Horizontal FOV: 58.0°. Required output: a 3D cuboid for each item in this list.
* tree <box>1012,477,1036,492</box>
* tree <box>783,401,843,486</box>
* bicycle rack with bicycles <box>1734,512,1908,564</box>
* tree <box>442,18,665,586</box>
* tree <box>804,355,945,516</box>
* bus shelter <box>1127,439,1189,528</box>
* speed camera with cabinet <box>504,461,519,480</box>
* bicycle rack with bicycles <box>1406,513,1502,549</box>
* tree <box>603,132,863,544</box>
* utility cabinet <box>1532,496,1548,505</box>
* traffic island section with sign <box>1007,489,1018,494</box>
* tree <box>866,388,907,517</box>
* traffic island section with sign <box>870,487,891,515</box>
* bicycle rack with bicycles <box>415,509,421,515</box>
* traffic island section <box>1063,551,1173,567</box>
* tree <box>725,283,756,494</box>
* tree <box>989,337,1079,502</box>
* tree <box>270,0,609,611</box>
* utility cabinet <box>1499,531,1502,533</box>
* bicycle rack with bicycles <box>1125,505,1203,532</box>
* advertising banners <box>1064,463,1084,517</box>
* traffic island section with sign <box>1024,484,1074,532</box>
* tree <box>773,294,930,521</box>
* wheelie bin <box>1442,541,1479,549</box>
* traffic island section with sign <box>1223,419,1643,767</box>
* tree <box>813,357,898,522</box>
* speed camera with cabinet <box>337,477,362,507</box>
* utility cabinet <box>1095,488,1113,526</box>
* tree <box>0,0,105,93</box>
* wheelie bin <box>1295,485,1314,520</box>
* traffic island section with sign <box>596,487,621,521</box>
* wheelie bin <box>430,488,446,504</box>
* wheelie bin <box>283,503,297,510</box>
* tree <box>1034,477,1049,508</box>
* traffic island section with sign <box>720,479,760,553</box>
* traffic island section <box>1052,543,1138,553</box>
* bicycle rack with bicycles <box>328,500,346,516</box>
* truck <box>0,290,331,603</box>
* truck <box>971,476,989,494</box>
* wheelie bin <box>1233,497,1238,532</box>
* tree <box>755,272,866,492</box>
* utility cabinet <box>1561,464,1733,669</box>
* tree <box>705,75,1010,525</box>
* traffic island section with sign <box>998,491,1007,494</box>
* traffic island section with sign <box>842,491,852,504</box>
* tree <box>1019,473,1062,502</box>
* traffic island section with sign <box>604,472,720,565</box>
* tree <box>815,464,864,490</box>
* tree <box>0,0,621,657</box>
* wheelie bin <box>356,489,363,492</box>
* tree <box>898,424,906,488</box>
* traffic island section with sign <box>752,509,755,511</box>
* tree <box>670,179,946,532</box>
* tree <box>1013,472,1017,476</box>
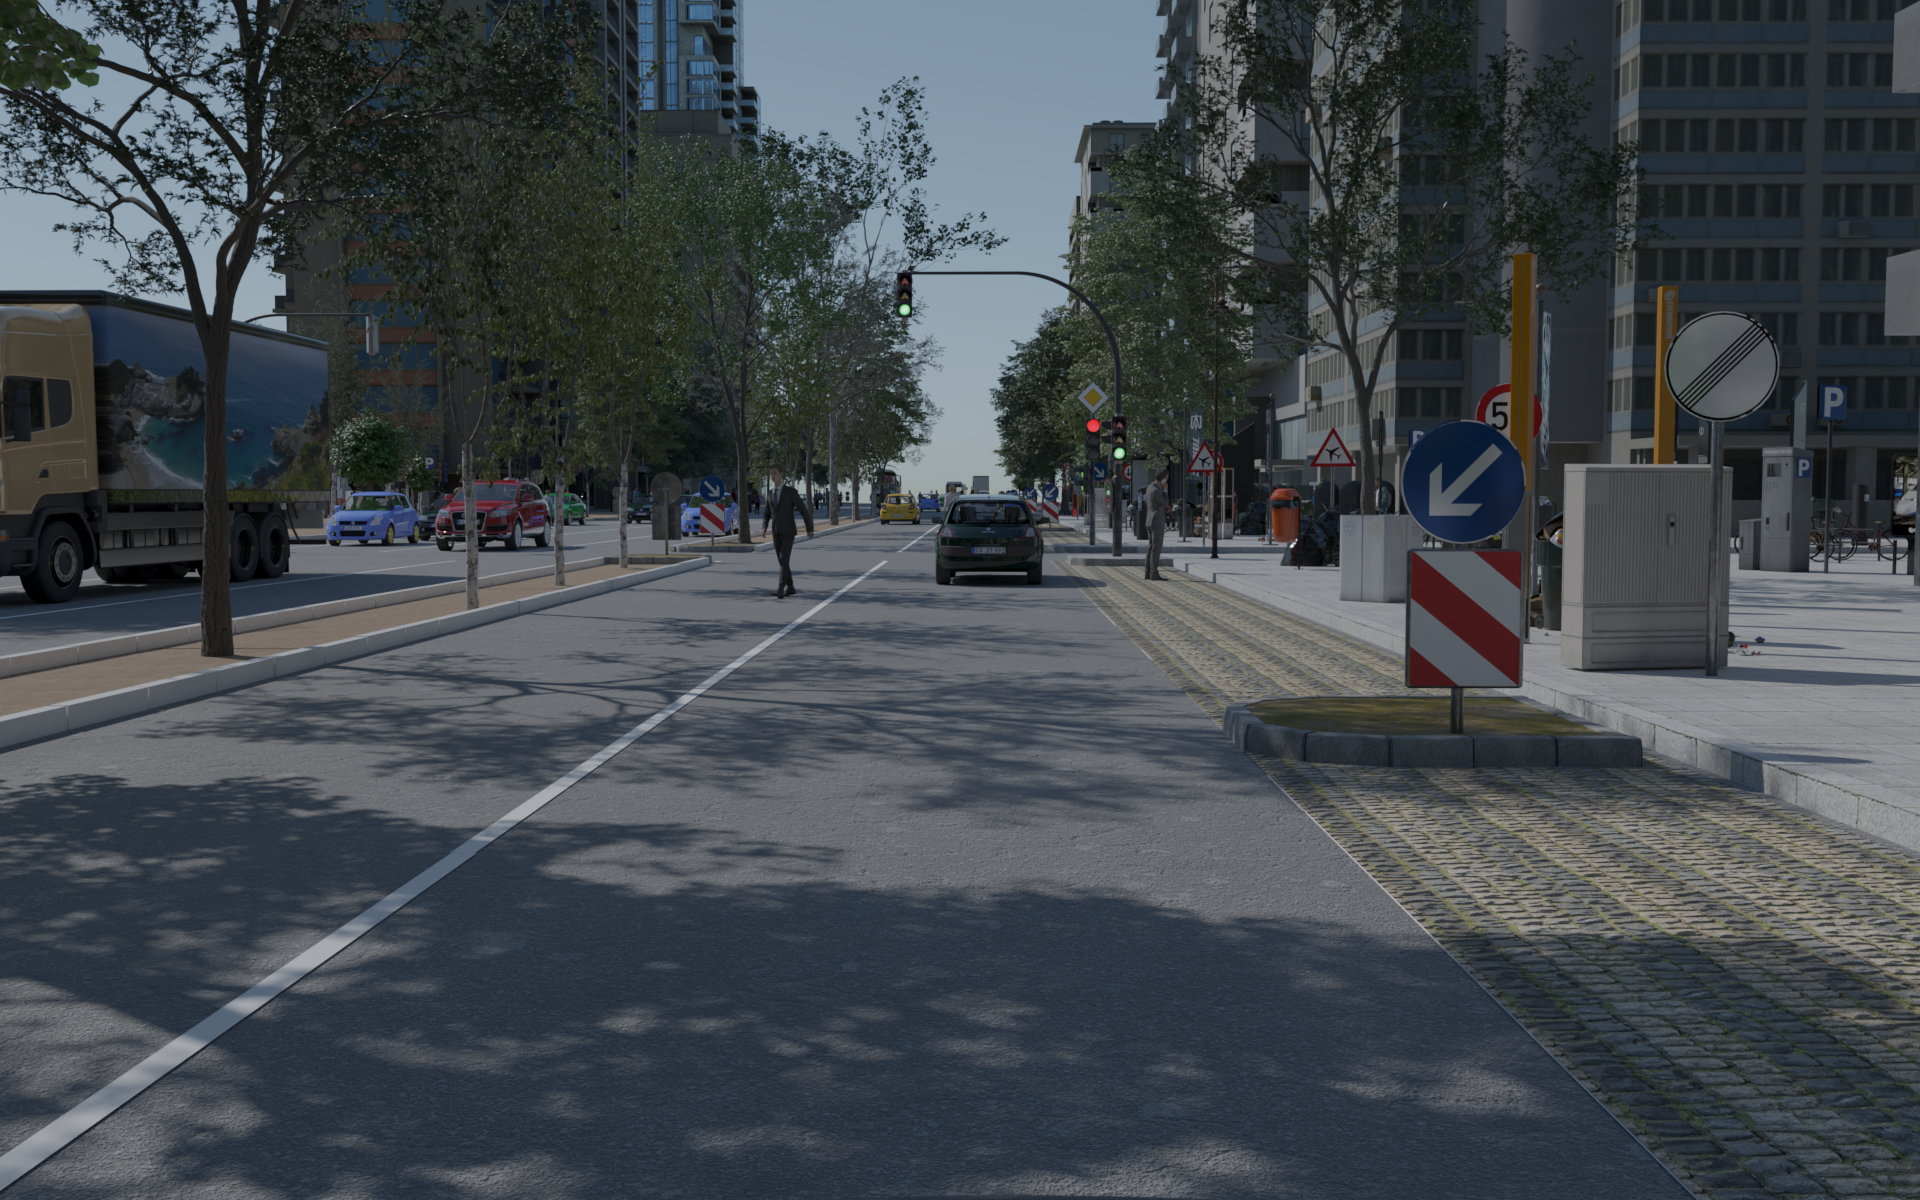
[{"bbox_3d":[9.235,-16.280,249.883,4.285,4.588,4.351,0,3,0],"label":"tree"},{"bbox_3d":[-18.932,-19.018,217.604,9.857,13.997,8.962,0,3,0],"label":"tree"},{"bbox_3d":[16.345,-1.226,33.420,2.852,0.926,2.925,-3,5,-39],"label":"bicycle rack with bicycles"},{"bbox_3d":[-6.273,-4.535,26.965,4.737,8.622,4.395,0,3,0],"label":"tree"},{"bbox_3d":[-5.161,-10.698,111.777,8.767,10.594,7.601,0,4,1],"label":"tree"},{"bbox_3d":[7.503,-4.408,65.992,2.014,3.302,5.546,0,4,1],"label":"bus shelter"},{"bbox_3d":[-25.839,-6.296,97.279,2.038,3.252,0.660,-3,5,-39],"label":"speed camera with cabinet"},{"bbox_3d":[9.111,-1.260,33.986,2.852,0.926,2.925,0,4,-8],"label":"bicycle rack with bicycles"},{"bbox_3d":[-6.297,-7.420,49.522,9.928,11.665,9.643,0,3,0],"label":"tree"},{"bbox_3d":[16.353,-2.363,49.792,1.020,1.237,0.306,-1,4,-11],"label":"utility cabinet"},{"bbox_3d":[3.681,-5.185,93.395,1.989,1.847,2.006,0,4,1],"label":"traffic island section with sign"},{"bbox_3d":[-5.188,-9.328,105.337,4.737,8.622,4.395,0,3,0],"label":"tree"},{"bbox_3d":[-5.103,-6.747,118.457,2.006,1.907,1.989,0,4,1],"label":"traffic island section with sign"},{"bbox_3d":[-32.860,-5.929,110.321,2.852,0.926,2.925,-3,4,-37],"label":"bicycle rack with bicycles"},{"bbox_3d":[3.240,-0.812,35.555,2.009,0.180,2.903,0,4,1],"label":"traffic island section"},{"bbox_3d":[-6.515,-4.924,33.331,4.737,8.622,4.395,0,3,0],"label":"tree"},{"bbox_3d":[6.572,-13.331,124.617,9.857,13.997,8.962,0,3,0],"label":"tree"},{"bbox_3d":[-5.958,-4.153,20.721,4.360,8.622,3.978,0,3,0],"label":"tree"},{"bbox_3d":[13.676,-2.033,44.404,0.306,1.237,1.020,-2,4,-23],"label":"utility cabinet"},{"bbox_3d":[7.027,-2.849,59.957,2.925,0.926,2.852,0,4,-8],"label":"bicycle rack with bicycles"},{"bbox_3d":[6.440,-6.134,96.483,0.090,3.025,2.074,-3,4,-36],"label":"advertising banners"},{"bbox_3d":[3.329,-3.536,66.442,1.989,1.847,2.006,0,4,1],"label":"traffic island section with sign"},{"bbox_3d":[-5.491,-10.504,92.330,7.486,12.596,7.792,0,3,0],"label":"tree"},{"bbox_3d":[8.066,-1.202,27.562,0.980,1.594,0.693,-3,5,-43],"label":"wheelie bin"},{"bbox_3d":[2.575,-0.082,9.971,1.989,1.847,2.006,0,4,1],"label":"traffic island section with sign"},{"bbox_3d":[-5.324,-8.172,86.436,4.360,8.622,3.978,0,3,0],"label":"tree"},{"bbox_3d":[-33.352,-6.138,94.688,0.660,3.252,2.038,-3,5,-44],"label":"speed camera with cabinet"},{"bbox_3d":[5.599,-3.645,68.272,0.318,1.500,1.173,-2,4,-34],"label":"utility cabinet"},{"bbox_3d":[-6.304,-5.280,6.906,7.486,12.596,7.792,0,3,0],"label":"tree"},{"bbox_3d":[12.226,-3.286,61.627,0.980,1.594,0.693,2,4,24],"label":"wheelie bin"},{"bbox_3d":[-18.540,-5.203,93.699,1.989,1.847,2.006,0,4,1],"label":"traffic island section with sign"},{"bbox_3d":[-26.843,-4.959,88.984,0.980,1.594,0.693,0,4,0],"label":"wheelie bin"},{"bbox_3d":[-30.898,-4.415,80.094,0.980,1.594,0.693,-3,5,-44],"label":"wheelie bin"},{"bbox_3d":[8.051,-10.372,164.182,1.663,3.219,1.824,0,3,0],"label":"tree"},{"bbox_3d":[-6.093,-2.152,43.325,2.006,1.907,1.989,0,4,1],"label":"traffic island section with sign"},{"bbox_3d":[3.346,-1.300,43.539,2.009,0.180,2.903,0,4,1],"label":"traffic island section"},{"bbox_3d":[-34.732,-5.291,99.883,2.925,0.926,2.852,0,4,7],"label":"bicycle rack with bicycles"},{"bbox_3d":[-12.848,-2.275,26.103,2.839,4.237,11.283,0,4,1],"label":"truck"},{"bbox_3d":[3.188,-17.258,271.079,2.839,4.237,11.283,0,4,0],"label":"truck"},{"bbox_3d":[9.150,-3.137,59.191,0.693,1.594,0.980,0,4,2],"label":"wheelie bin"},{"bbox_3d":[-5.558,-6.373,57.023,4.737,8.622,4.395,0,3,0],"label":"tree"},{"bbox_3d":[5.029,-0.244,12.676,1.173,1.500,0.318,-1,4,-11],"label":"utility cabinet"},{"bbox_3d":[-4.543,-13.404,77.504,12.611,20.169,13.585,0,3,0],"label":"tree"},{"bbox_3d":[4.348,-8.254,143.583,1.989,1.847,2.006,0,4,1],"label":"traffic island section with sign"},{"bbox_3d":[-16.412,-14.970,253.386,1.989,1.847,2.006,0,4,1],"label":"traffic island section with sign"},{"bbox_3d":[7.874,-12.748,158.793,4.360,8.622,3.978,0,3,0],"label":"tree"},{"bbox_3d":[-6.201,-1.699,35.919,2.006,1.907,1.989,0,4,1],"label":"traffic island section with sign"},{"bbox_3d":[-19.232,-21.202,263.651,9.611,12.733,9.660,0,3,0],"label":"tree"},{"bbox_3d":[-6.575,-4.754,14.600,8.767,10.594,7.601,0,4,1],"label":"tree"},{"bbox_3d":[-35.990,-5.847,103.514,0.980,1.594,0.693,2,4,27],"label":"wheelie bin"},{"bbox_3d":[-5.066,-9.044,100.696,4.360,8.622,3.978,0,3,0],"label":"tree"},{"bbox_3d":[-17.878,-8.212,142.895,1.989,1.847,2.006,0,4,1],"label":"traffic island section with sign"},{"bbox_3d":[-5.730,-9.328,65.334,12.009,13.543,11.850,0,3,0],"label":"tree"},{"bbox_3d":[8.527,-17.895,242.941,4.360,8.622,3.978,0,3,0],"label":"tree"}]
